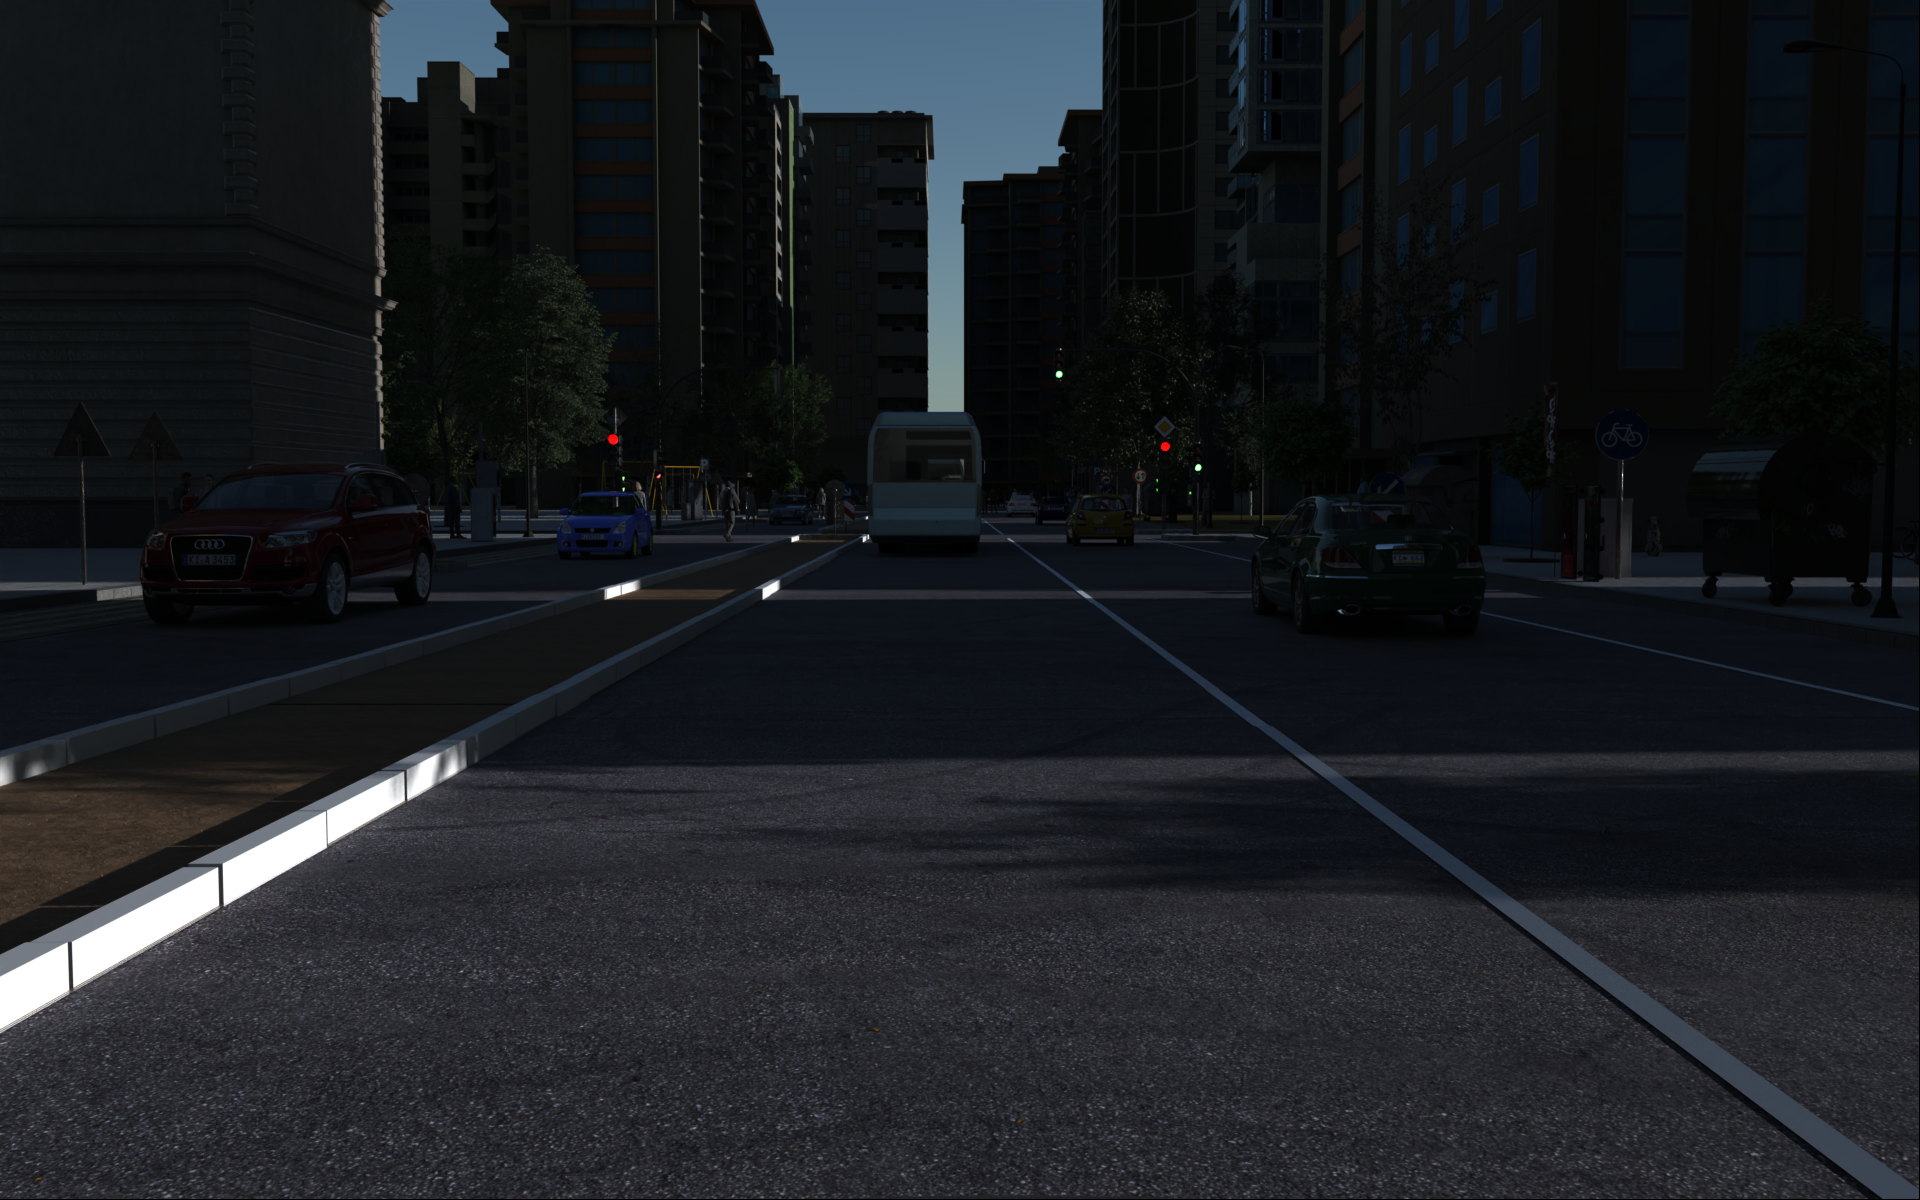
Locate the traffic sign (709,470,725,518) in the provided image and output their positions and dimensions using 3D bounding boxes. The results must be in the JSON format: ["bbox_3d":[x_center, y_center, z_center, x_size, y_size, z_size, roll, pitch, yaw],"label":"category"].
[{"bbox_3d":[-12.973,-5.649,92.363,0.884,2.594,0.081,0,4,5],"label":"traffic sign"}]

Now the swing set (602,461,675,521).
[{"bbox_3d":[-15.416,-5.195,82.561,3.119,2.851,2.862,0,4,-5],"label":"swing set"}]

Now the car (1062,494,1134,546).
[{"bbox_3d":[3.943,-2.381,49.148,2.015,1.641,3.980,0,4,0],"label":"car"}]

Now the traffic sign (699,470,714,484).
[{"bbox_3d":[-13.249,-5.540,90.308,0.795,2.593,0.064,0,4,7],"label":"traffic sign"}]

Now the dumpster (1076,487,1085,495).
[{"bbox_3d":[9.110,-7.765,132.710,1.264,1.857,1.865,0,4,-1],"label":"dumpster"}]

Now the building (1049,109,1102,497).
[{"bbox_3d":[22.331,-33.079,195.470,22.147,44.769,28.867,0,4,0],"label":"building"}]

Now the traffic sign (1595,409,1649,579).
[{"bbox_3d":[9.947,-1.590,26.107,0.768,2.556,0.104,1,4,8],"label":"traffic sign"}]

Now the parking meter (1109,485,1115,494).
[{"bbox_3d":[9.638,-6.366,109.796,0.399,1.863,0.255,-1,4,-15],"label":"parking meter"}]

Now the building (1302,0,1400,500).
[{"bbox_3d":[29.152,-25.711,74.995,28.867,44.769,22.147,0,4,0],"label":"building"}]

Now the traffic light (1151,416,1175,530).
[{"bbox_3d":[7.333,-4.491,62.355,0.839,4.253,0.868,0,4,0],"label":"traffic light"}]

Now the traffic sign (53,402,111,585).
[{"bbox_3d":[-12.398,-1.495,24.455,0.884,2.594,0.081,1,4,9],"label":"traffic sign"}]

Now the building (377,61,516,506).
[{"bbox_3d":[-59.205,-35.193,199.114,21.600,48.544,21.300,0,4,0],"label":"building"}]

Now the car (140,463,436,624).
[{"bbox_3d":[-7.921,-0.744,20.842,2.281,1.827,5.304,0,4,0],"label":"car"}]

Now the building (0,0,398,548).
[{"bbox_3d":[-25.904,-13.216,44.961,19.941,23.489,11.050,0,4,0],"label":"building"}]

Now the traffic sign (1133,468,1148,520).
[{"bbox_3d":[8.916,-5.229,85.603,0.768,2.556,0.104,0,4,4],"label":"traffic sign"}]

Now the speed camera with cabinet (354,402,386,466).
[{"bbox_3d":[-12.794,-2.656,37.769,0.660,3.252,2.038,-1,4,-12],"label":"speed camera with cabinet"}]

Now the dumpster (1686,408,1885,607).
[{"bbox_3d":[9.722,-1.099,20.459,1.502,2.255,1.985,0,4,0],"label":"dumpster"}]

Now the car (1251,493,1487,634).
[{"bbox_3d":[4.396,-0.450,19.158,2.131,1.459,4.920,0,4,1],"label":"car"}]

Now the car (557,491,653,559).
[{"bbox_3d":[-8.030,-1.817,39.305,1.945,1.707,3.694,0,4,-2],"label":"car"}]

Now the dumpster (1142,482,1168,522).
[{"bbox_3d":[9.254,-4.603,81.013,1.264,1.857,1.865,0,4,0],"label":"dumpster"}]

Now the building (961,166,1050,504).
[{"bbox_3d":[13.015,-35.444,234.130,28.867,44.769,22.147,0,4,0],"label":"building"}]

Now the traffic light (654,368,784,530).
[{"bbox_3d":[-8.736,-5.358,62.265,4.771,5.953,1.251,0,4,0],"label":"traffic light"}]

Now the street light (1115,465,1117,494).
[{"bbox_3d":[8.561,-7.841,100.736,1.470,5.913,1.316,0,4,0],"label":"street light"}]

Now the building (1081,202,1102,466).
[{"bbox_3d":[18.999,-24.582,173.616,14.160,30.474,14.107,0,4,0],"label":"building"}]

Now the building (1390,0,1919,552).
[{"bbox_3d":[19.615,-24.054,43.402,14.600,45.320,14.200,0,4,0],"label":"building"}]

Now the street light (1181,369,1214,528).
[{"bbox_3d":[8.823,-5.629,64.568,1.470,5.913,1.316,0,4,0],"label":"street light"}]

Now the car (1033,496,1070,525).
[{"bbox_3d":[4.412,-4.183,80.972,1.945,1.354,3.894,0,4,1],"label":"car"}]

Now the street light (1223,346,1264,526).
[{"bbox_3d":[8.941,-5.005,54.368,1.470,5.913,1.316,0,4,0],"label":"street light"}]

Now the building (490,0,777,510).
[{"bbox_3d":[-27.974,-30.410,151.829,22.147,44.769,28.867,0,4,0],"label":"building"}]

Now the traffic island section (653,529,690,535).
[{"bbox_3d":[-10.868,-2.451,62.350,2.009,0.180,2.903,0,4,0],"label":"traffic island section"}]

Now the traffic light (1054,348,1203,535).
[{"bbox_3d":[5.297,-4.865,54.215,4.771,5.953,1.251,0,4,0],"label":"traffic light"}]

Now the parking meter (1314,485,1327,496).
[{"bbox_3d":[10.046,-2.440,48.305,0.372,1.533,0.369,0,3,0],"label":"parking meter"}]

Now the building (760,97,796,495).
[{"bbox_3d":[-24.218,-29.984,173.838,14.154,41.232,14.086,0,4,0],"label":"building"}]

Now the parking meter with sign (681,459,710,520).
[{"bbox_3d":[-12.983,-5.415,84.788,0.543,3.016,1.738,2,4,29],"label":"parking meter with sign"}]

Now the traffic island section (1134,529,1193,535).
[{"bbox_3d":[7.373,-2.458,62.470,2.009,0.180,2.903,0,4,0],"label":"traffic island section"}]

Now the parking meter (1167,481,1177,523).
[{"bbox_3d":[9.337,-4.308,76.144,0.399,1.863,0.255,0,4,-5],"label":"parking meter"}]

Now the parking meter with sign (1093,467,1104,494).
[{"bbox_3d":[8.863,-6.956,109.987,0.543,3.016,1.738,0,4,-7],"label":"parking meter with sign"}]

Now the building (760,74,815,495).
[{"bbox_3d":[-32.215,-35.361,197.752,30.456,49.044,23.786,0,4,0],"label":"building"}]

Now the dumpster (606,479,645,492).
[{"bbox_3d":[-12.915,-3.734,66.806,1.264,1.857,1.865,0,4,-1],"label":"dumpster"}]

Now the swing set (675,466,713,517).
[{"bbox_3d":[-15.832,-6.141,98.019,3.119,2.851,2.862,-3,4,-37],"label":"swing set"}]

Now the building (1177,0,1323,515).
[{"bbox_3d":[26.914,-49.292,118.595,22.319,86.520,31.000,0,4,0],"label":"building"}]

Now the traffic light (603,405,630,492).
[{"bbox_3d":[-10.773,-3.994,54.230,0.839,4.253,0.868,0,4,0],"label":"traffic light"}]

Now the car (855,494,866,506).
[{"bbox_3d":[-11.660,-11.515,197.069,1.959,1.807,4.718,0,4,-1],"label":"car"}]

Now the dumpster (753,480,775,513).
[{"bbox_3d":[-13.329,-7.017,117.221,1.502,2.255,1.985,0,4,0],"label":"dumpster"}]

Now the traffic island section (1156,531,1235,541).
[{"bbox_3d":[7.428,-1.970,54.485,2.009,0.180,2.903,0,4,0],"label":"traffic island section"}]

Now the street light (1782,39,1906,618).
[{"bbox_3d":[9.107,-2.773,17.876,1.470,5.913,1.316,0,4,0],"label":"street light"}]

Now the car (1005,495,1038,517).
[{"bbox_3d":[3.858,-5.858,108.143,2.083,1.381,4.827,0,4,1],"label":"car"}]

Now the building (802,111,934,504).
[{"bbox_3d":[-15.195,-39.683,238.059,27.495,52.752,28.713,0,4,0],"label":"building"}]

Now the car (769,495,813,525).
[{"bbox_3d":[-7.893,-4.238,81.293,2.014,1.417,4.499,0,4,1],"label":"car"}]

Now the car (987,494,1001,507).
[{"bbox_3d":[3.685,-11.709,200.478,2.155,1.783,4.494,0,4,1],"label":"car"}]

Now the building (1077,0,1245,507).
[{"bbox_3d":[21.556,-43.784,154.125,20.563,71.187,20.611,0,4,0],"label":"building"}]

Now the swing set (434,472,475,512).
[{"bbox_3d":[-35.172,-7.589,121.702,2.862,2.851,3.119,0,4,2],"label":"swing set"}]

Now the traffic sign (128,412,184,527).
[{"bbox_3d":[-12.718,-1.676,27.405,0.884,2.594,0.081,0,4,1],"label":"traffic sign"}]

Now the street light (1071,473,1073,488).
[{"bbox_3d":[8.351,-10.090,137.511,1.470,5.913,1.316,0,4,0],"label":"street light"}]

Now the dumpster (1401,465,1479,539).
[{"bbox_3d":[9.612,-1.779,34.852,1.264,1.857,1.865,0,4,0],"label":"dumpster"}]

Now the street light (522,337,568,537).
[{"bbox_3d":[-12.285,-4.817,51.292,1.470,5.913,1.316,0,4,0],"label":"street light"}]

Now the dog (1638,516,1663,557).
[{"bbox_3d":[14.193,-1.302,35.671,0.800,0.831,0.513,-2,4,-31],"label":"dog"}]

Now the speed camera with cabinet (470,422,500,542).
[{"bbox_3d":[-12.942,-3.235,47.234,0.660,3.252,2.038,-1,4,-9],"label":"speed camera with cabinet"}]

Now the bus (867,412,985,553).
[{"bbox_3d":[-0.765,-3.088,45.351,2.948,3.499,13.247,0,4,0],"label":"bus"}]
